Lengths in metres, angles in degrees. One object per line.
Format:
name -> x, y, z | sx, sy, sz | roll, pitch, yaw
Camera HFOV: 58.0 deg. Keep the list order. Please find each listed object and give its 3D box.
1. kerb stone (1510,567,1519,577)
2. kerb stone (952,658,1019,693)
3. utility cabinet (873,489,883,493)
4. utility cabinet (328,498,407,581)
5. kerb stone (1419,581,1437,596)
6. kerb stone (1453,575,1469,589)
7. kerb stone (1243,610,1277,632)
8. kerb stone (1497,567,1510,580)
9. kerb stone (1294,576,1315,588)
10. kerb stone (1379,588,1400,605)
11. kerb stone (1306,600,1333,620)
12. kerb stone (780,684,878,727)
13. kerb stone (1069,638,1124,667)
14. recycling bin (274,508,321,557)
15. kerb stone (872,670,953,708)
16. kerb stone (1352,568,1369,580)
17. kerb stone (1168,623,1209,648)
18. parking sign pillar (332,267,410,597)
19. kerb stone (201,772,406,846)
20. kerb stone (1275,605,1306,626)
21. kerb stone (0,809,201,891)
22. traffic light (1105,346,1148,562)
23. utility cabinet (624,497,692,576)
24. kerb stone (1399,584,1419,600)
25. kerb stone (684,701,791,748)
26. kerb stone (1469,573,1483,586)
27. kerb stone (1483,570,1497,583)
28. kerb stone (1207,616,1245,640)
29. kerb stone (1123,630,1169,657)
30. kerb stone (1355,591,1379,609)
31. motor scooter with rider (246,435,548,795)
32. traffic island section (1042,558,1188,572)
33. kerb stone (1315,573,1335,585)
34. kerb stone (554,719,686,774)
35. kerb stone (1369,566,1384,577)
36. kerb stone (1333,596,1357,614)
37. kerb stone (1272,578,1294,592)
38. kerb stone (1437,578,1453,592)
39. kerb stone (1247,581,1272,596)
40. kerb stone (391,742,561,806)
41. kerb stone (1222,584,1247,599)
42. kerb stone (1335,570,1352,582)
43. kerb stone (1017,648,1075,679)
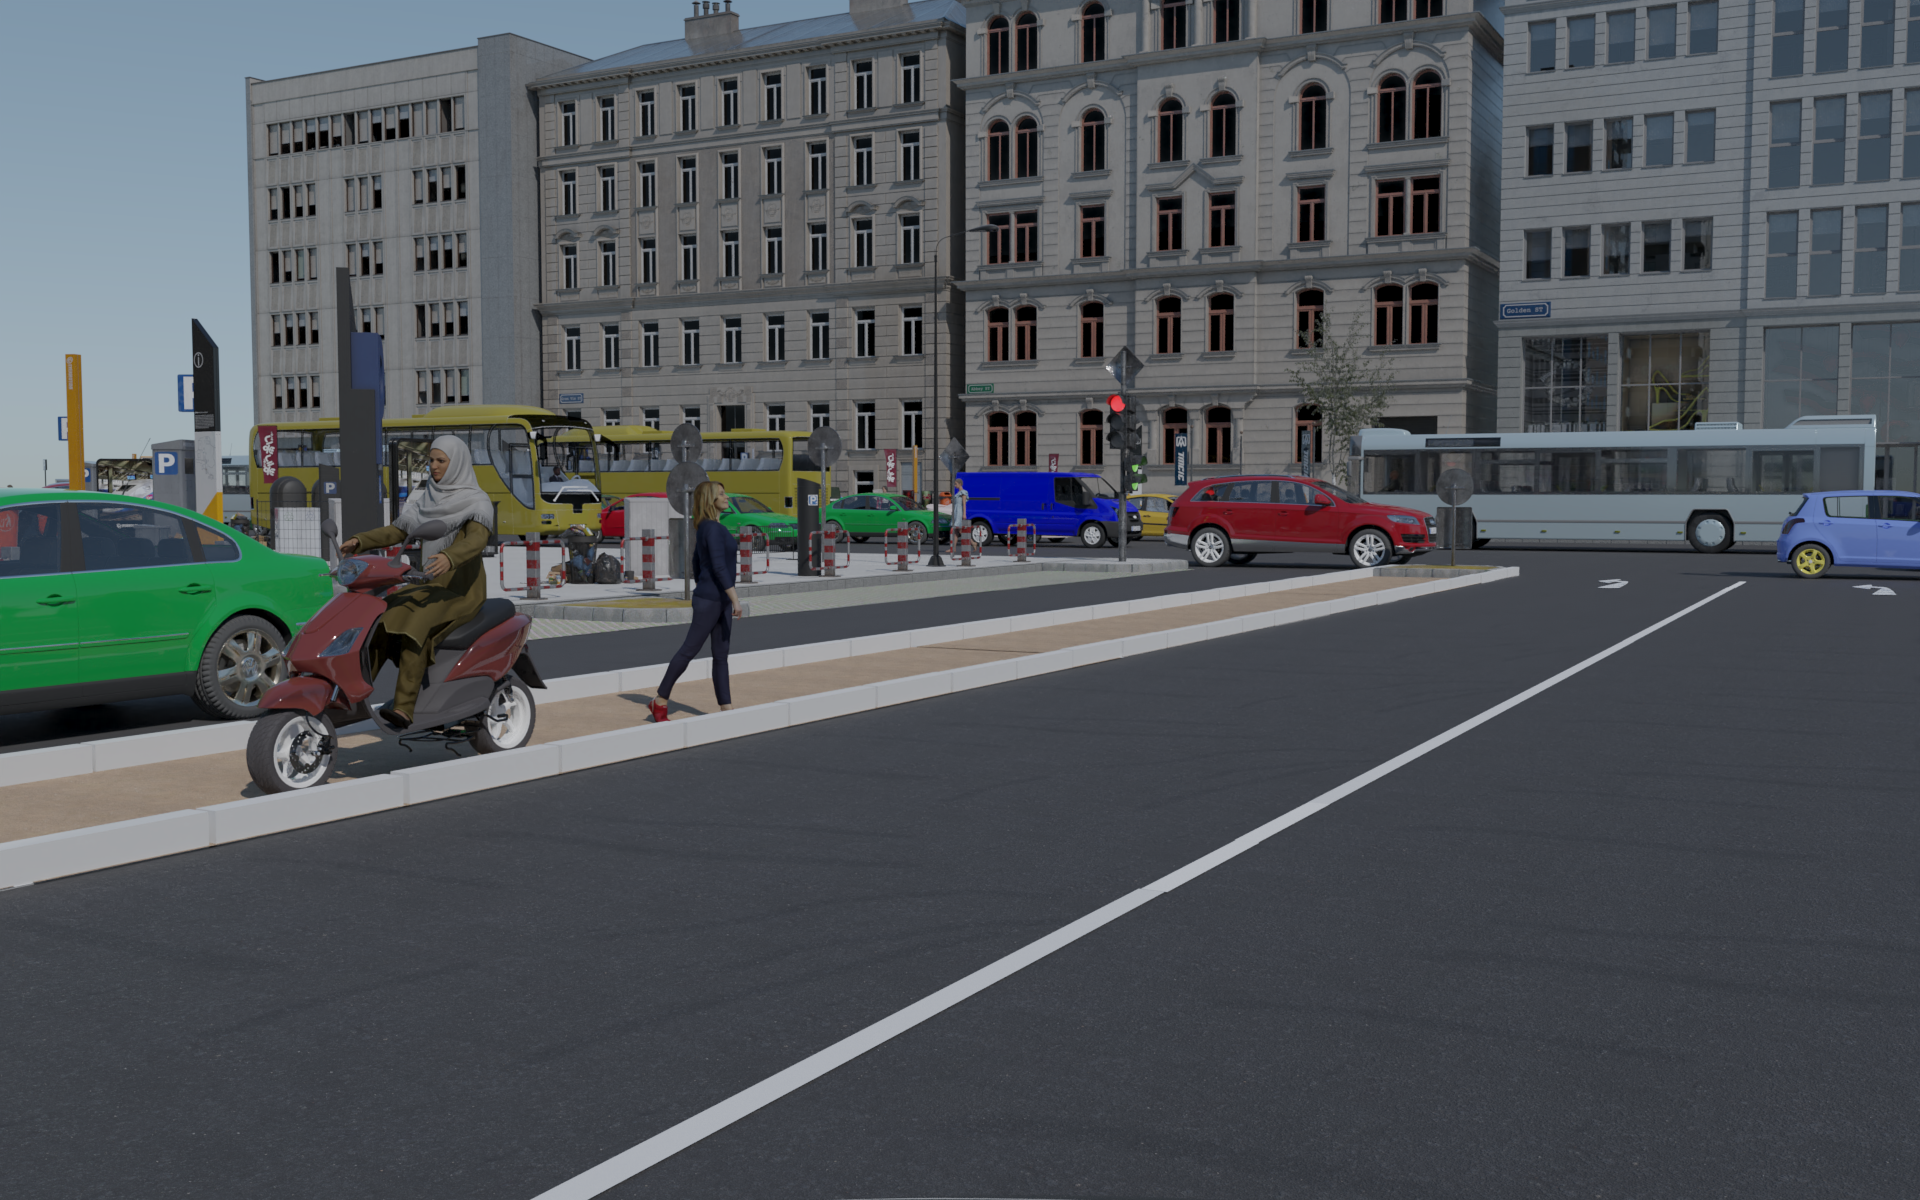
kerb stone -> 9.546, -0.481, 30.071 | 0.120, 0.150, 1.000 | 2, 4, 29
kerb stone -> 0.141, 0.569, 12.926 | 0.120, 0.150, 1.000 | 2, 4, 29
utility cabinet -> -3.738, -4.334, 79.547 | 0.318, 1.500, 1.173 | 1, 4, 10
utility cabinet -> -8.525, -0.844, 24.959 | 1.020, 1.237, 0.306 | -3, 4, -37
kerb stone -> 6.568, -0.147, 24.665 | 0.120, 0.150, 1.000 | 2, 4, 29
kerb stone -> 7.562, -0.253, 26.471 | 0.120, 0.150, 1.000 | 2, 4, 29
kerb stone -> 3.109, 0.236, 18.344 | 0.120, 0.150, 1.000 | 2, 4, 29
kerb stone -> 9.049, -0.425, 29.172 | 0.120, 0.150, 1.000 | 2, 4, 29
kerb stone -> 5.173, -0.261, 26.467 | 0.120, 0.150, 1.000 | 2, 4, 29
kerb stone -> 5.587, -0.040, 22.852 | 0.120, 0.150, 1.000 | 2, 4, 29
kerb stone -> 4.099, 0.126, 20.143 | 0.120, 0.150, 1.000 | 2, 4, 29
kerb stone -> -0.856, 0.677, 11.122 | 0.120, 0.150, 1.000 | 2, 4, 29
kerb stone -> 1.120, 0.456, 14.737 | 0.120, 0.150, 1.000 | 2, 4, 29
recycling bin -> -12.161, -1.177, 31.802 | 0.722, 1.027, 0.722 | -2, 4, -27
kerb stone -> -0.361, 0.622, 12.032 | 0.120, 0.150, 1.000 | 2, 4, 29
kerb stone -> 6.656, -0.427, 29.171 | 0.120, 0.150, 1.000 | 2, 4, 29
kerb stone -> 2.120, 0.351, 16.548 | 0.120, 0.150, 1.000 | 2, 4, 29
parking sign pillar -> -7.367, -2.010, 21.334 | 1.447, 3.967, 1.447 | -1, 4, -15
kerb stone -> -2.838, 0.904, 7.510 | 0.120, 0.150, 1.000 | 2, 4, 29
kerb stone -> 3.604, 0.183, 19.243 | 0.120, 0.150, 1.000 | 2, 4, 29
kerb stone -> -3.334, 0.956, 6.603 | 0.120, 0.150, 1.000 | 2, 4, 29
traffic light -> 3.101, -2.683, 32.789 | 0.839, 4.253, 0.868 | 2, 4, 29
utility cabinet -> -4.765, -0.992, 27.375 | 1.020, 1.237, 0.306 | -2, 4, -28
kerb stone -> 6.076, -0.095, 23.757 | 0.120, 0.150, 1.000 | 2, 4, 29
kerb stone -> -1.348, 0.736, 10.218 | 0.120, 0.150, 1.000 | 2, 4, 29
kerb stone -> 8.057, -0.312, 27.378 | 0.120, 0.150, 1.000 | 2, 4, 29
kerb stone -> 8.564, -0.364, 28.269 | 0.120, 0.150, 1.000 | 2, 4, 29
kerb stone -> 2.616, 0.296, 17.445 | 0.120, 0.150, 1.000 | 2, 4, 29
kerb stone -> 1.624, 0.403, 15.640 | 0.120, 0.150, 1.000 | 2, 4, 29
kerb stone -> 5.083, 0.015, 21.946 | 0.120, 0.150, 1.000 | 2, 4, 29
motor scooter with rider -> -2.817, 0.011, 8.784 | 0.876, 1.779, 1.986 | 2, 4, 27
traffic island section -> 3.071, -0.652, 32.942 | 2.009, 0.180, 2.903 | 2, 4, 29
kerb stone -> 5.674, -0.310, 27.369 | 0.120, 0.150, 1.000 | 2, 4, 29
kerb stone -> -1.847, 0.787, 9.322 | 0.120, 0.150, 1.000 | 2, 4, 29
kerb stone -> 7.147, -0.482, 30.071 | 0.120, 0.150, 1.000 | 2, 4, 29
kerb stone -> 4.592, 0.077, 21.047 | 0.120, 0.150, 1.000 | 2, 4, 29
kerb stone -> 4.679, -0.201, 25.562 | 0.120, 0.150, 1.000 | 2, 4, 29
kerb stone -> 7.066, -0.206, 25.565 | 0.120, 0.150, 1.000 | 2, 4, 29
kerb stone -> 4.179, -0.150, 24.654 | 0.120, 0.150, 1.000 | 2, 4, 29
kerb stone -> -2.338, 0.843, 8.416 | 0.120, 0.150, 1.000 | 2, 4, 29
kerb stone -> 3.682, -0.096, 23.757 | 0.120, 0.150, 1.000 | 2, 4, 29
kerb stone -> 6.163, -0.371, 28.272 | 0.120, 0.150, 1.000 | 2, 4, 29
kerb stone -> 0.632, 0.517, 13.826 | 0.120, 0.150, 1.000 | 2, 4, 29
